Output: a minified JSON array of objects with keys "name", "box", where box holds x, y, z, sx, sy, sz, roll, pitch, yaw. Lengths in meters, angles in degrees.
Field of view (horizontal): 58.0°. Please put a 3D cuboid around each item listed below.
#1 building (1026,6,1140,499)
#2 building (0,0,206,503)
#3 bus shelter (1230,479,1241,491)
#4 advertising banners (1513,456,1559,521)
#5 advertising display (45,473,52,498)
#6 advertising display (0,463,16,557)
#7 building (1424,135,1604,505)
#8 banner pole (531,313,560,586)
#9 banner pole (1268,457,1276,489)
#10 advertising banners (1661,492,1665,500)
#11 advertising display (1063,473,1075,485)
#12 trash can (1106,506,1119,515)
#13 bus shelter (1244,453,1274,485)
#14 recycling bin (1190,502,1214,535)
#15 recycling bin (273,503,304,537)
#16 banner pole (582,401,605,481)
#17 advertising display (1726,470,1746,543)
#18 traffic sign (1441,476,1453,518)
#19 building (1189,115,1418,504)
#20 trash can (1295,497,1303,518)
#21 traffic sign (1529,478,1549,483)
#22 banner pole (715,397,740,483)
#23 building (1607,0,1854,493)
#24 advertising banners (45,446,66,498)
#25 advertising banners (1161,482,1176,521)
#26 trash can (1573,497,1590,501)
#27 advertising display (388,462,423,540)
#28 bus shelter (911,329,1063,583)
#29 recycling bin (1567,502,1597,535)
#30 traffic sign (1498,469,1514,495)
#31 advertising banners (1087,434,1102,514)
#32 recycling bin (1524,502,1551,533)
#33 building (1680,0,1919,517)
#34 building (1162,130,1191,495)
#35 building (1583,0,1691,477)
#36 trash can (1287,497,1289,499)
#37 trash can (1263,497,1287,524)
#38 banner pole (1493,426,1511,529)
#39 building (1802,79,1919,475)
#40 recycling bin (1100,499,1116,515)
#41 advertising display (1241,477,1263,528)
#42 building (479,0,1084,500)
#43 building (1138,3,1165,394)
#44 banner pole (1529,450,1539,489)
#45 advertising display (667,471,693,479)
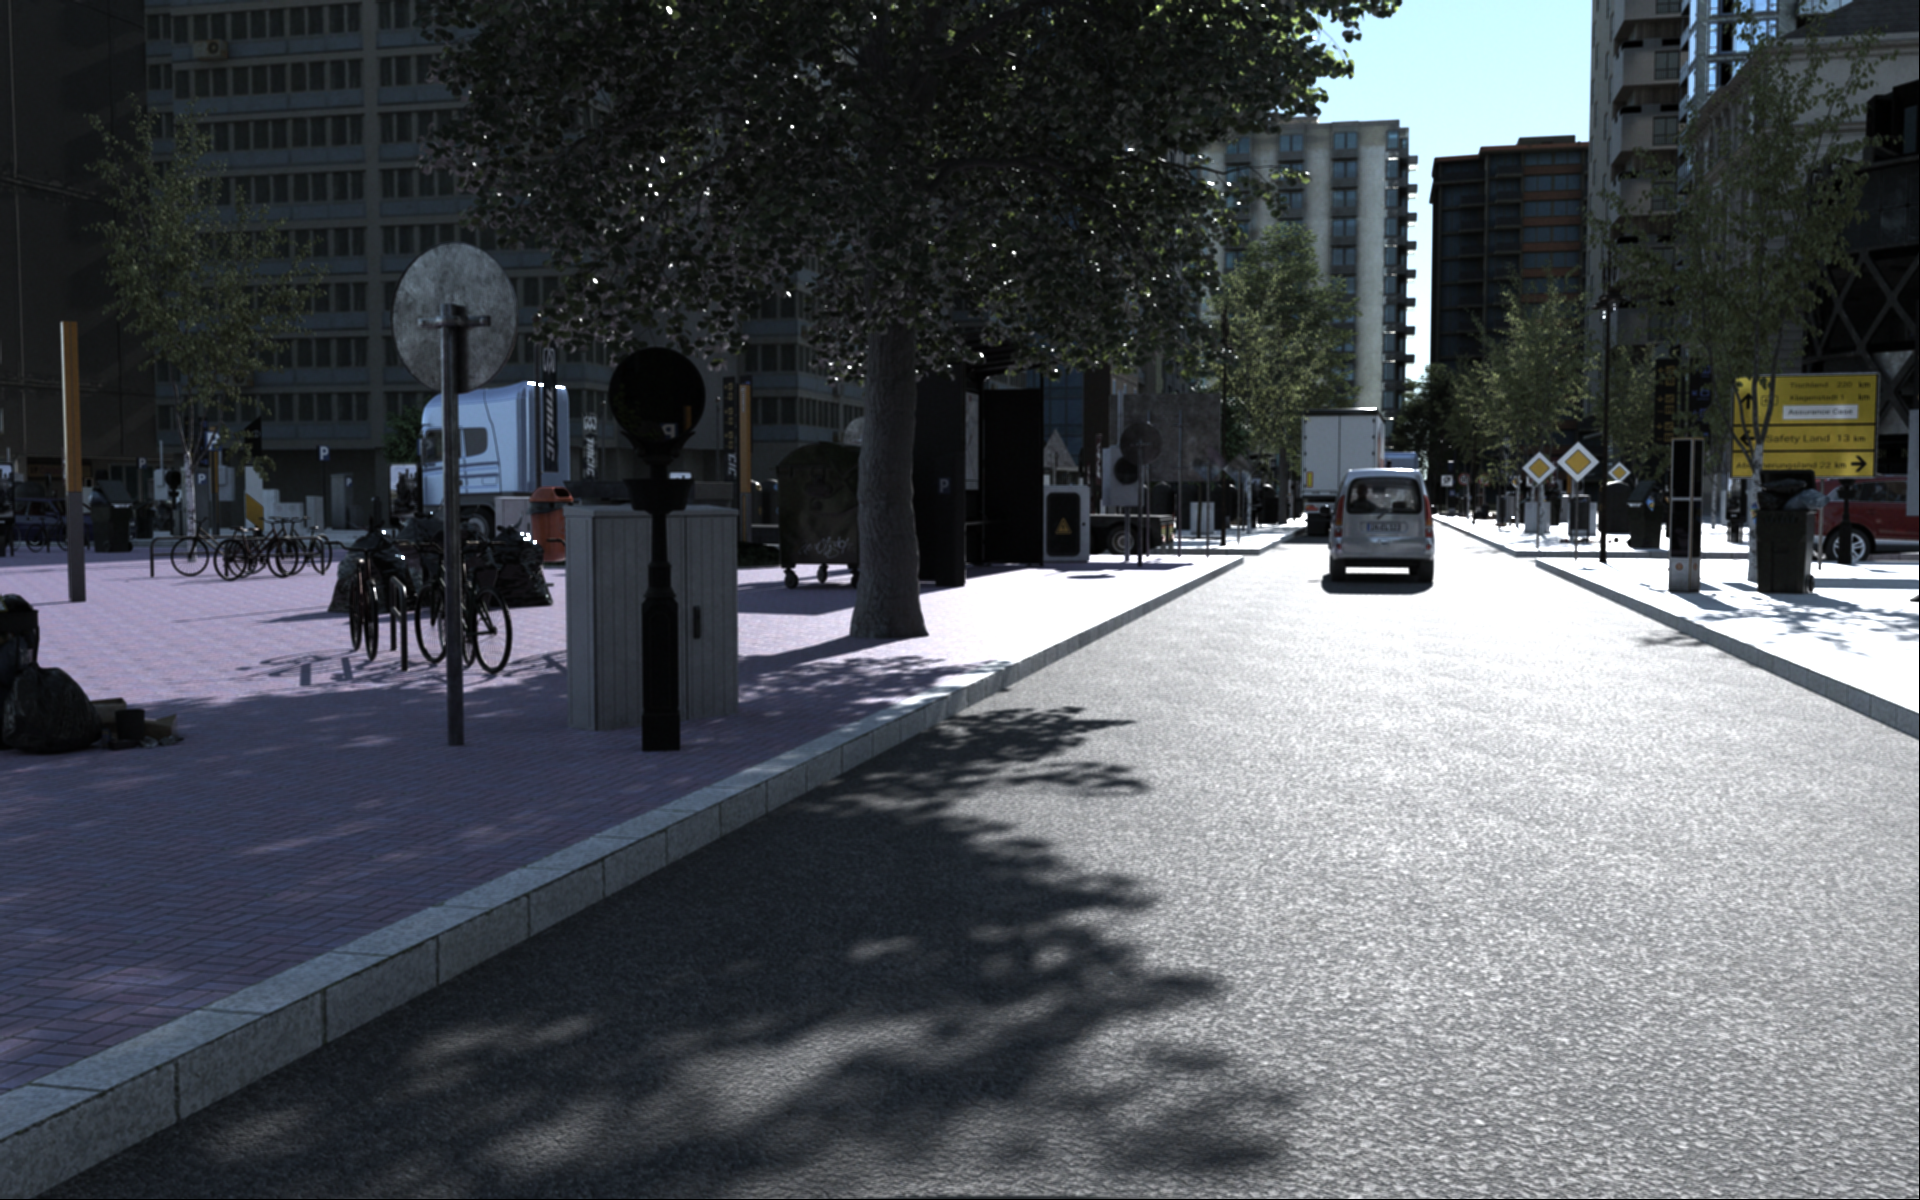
[{"name":"building","box":[5.283,-29.139,126.532,14.600,45.320,14.200,1,4,13]},{"name":"building","box":[-51.053,-27.990,81.345,21.600,48.544,21.300,1,4,13]},{"name":"bus shelter","box":[12.732,-5.745,85.212,1.731,3.624,6.357,1,4,14]},{"name":"advertising banners","box":[26.770,-5.159,80.533,2.074,3.025,0.090,0,4,3]},{"name":"advertising display","box":[-28.007,-2.937,53.242,0.123,1.923,0.974,-2,4,-25]},{"name":"advertising display","box":[-19.643,-1.839,35.278,0.123,1.923,0.974,1,4,10]},{"name":"building","box":[71.364,-34.262,214.808,28.867,44.769,22.147,1,4,13]},{"name":"banner pole","box":[-5.815,-2.097,24.302,0.401,3.779,0.863,1,4,13]},{"name":"banner pole","box":[19.816,-7.361,110.376,0.401,3.779,0.863,-3,5,-40]},{"name":"advertising banners","box":[36.785,-5.725,89.790,2.074,3.025,0.090,-3,4,-38]},{"name":"advertising display","box":[3.390,-2.974,53.845,0.123,1.923,0.974,1,4,20]},{"name":"trash can","box":[6.807,-4.016,77.311,0.748,1.137,0.748,0,3,0]},{"name":"bus shelter","box":[17.613,-6.838,103.079,1.731,3.624,6.357,1,4,14]},{"name":"recycling bin","box":[7.717,-2.610,55.222,0.722,1.027,0.722,0,4,3]},{"name":"recycling bin","box":[-19.726,-2.345,50.899,0.722,1.027,0.722,-1,4,-9]},{"name":"banner pole","box":[-9.808,-3.465,46.671,0.863,3.779,0.401,-3,5,-40]},{"name":"advertising display","box":[20.504,-2.482,45.788,0.123,1.923,0.974,0,4,3]},{"name":"traffic sign","box":[26.261,-5.586,93.458,0.606,2.300,0.079,1,4,14]},{"name":"building","box":[42.721,-36.874,222.504,30.456,49.044,23.786,1,4,13]},{"name":"trash can","box":[18.002,-4.949,92.566,0.748,1.137,0.748,0,3,0]},{"name":"traffic sign","box":[26.568,-4.863,79.508,0.884,2.594,0.081,1,4,15]},{"name":"banner pole","box":[-6.056,-3.359,44.944,0.863,3.779,0.401,0,4,7]},{"name":"building","box":[60.955,-49.652,124.488,22.319,86.520,31.000,1,4,13]},{"name":"advertising banners","box":[-33.083,-4.083,62.952,2.074,3.025,0.090,1,4,11]},{"name":"advertising banners","box":[10.196,-5.319,83.153,0.090,3.025,2.074,3,5,43]},{"name":"trash can","box":[27.819,-4.032,77.571,0.748,1.137,0.748,0,3,0]},{"name":"advertising display","box":[-11.398,-1.860,35.630,0.974,1.923,0.123,3,4,36]},{"name":"bus shelter","box":[0.291,-2.239,27.893,1.731,3.624,6.357,1,4,14]},{"name":"recycling bin","box":[19.392,-2.535,53.994,0.722,1.027,0.722,0,4,4]},{"name":"traffic sign","box":[25.930,-5.030,82.339,0.768,2.556,0.104,1,4,20]},{"name":"advertising banners","box":[3.743,-3.301,50.163,0.090,3.025,2.074,2,4,26]},{"name":"recycling bin","box":[19.218,-2.757,57.632,0.722,1.027,0.722,2,4,29]},{"name":"building","box":[49.182,-18.911,96.578,14.401,28.519,23.554,1,4,13]},{"name":"building","box":[11.490,-44.775,170.321,20.611,71.187,20.563,1,4,13]},{"name":"building","box":[71.102,-34.488,153.111,28.713,52.752,27.495,1,4,13]},{"name":"trash can","box":[14.723,-4.154,79.567,0.748,1.137,0.748,0,3,0]},{"name":"trash can","box":[13.443,-3.855,74.685,0.748,1.137,0.748,0,3,0]},{"name":"banner pole","box":[19.944,-4.497,63.549,0.863,3.779,0.401,-3,5,-41]},{"name":"building","box":[46.088,-12.759,76.060,16.820,18.784,16.811,1,4,13]},{"name":"recycling bin","box":[7.275,-4.422,84.857,0.722,1.027,0.722,1,4,15]},{"name":"advertising display","box":[11.070,-3.698,65.682,0.974,1.923,0.123,-2,4,-30]},{"name":"building","box":[-9.015,-25.444,107.894,32.217,40.220,23.993,1,4,13]},{"name":"building","box":[8.714,-27.936,140.352,14.154,41.232,14.086,1,4,13]},{"name":"banner pole","box":[32.474,-6.591,97.782,0.863,3.779,0.401,-1,4,-21]},{"name":"advertising display","box":[-7.798,-2.627,48.161,0.123,1.923,0.974,2,4,33]}]
